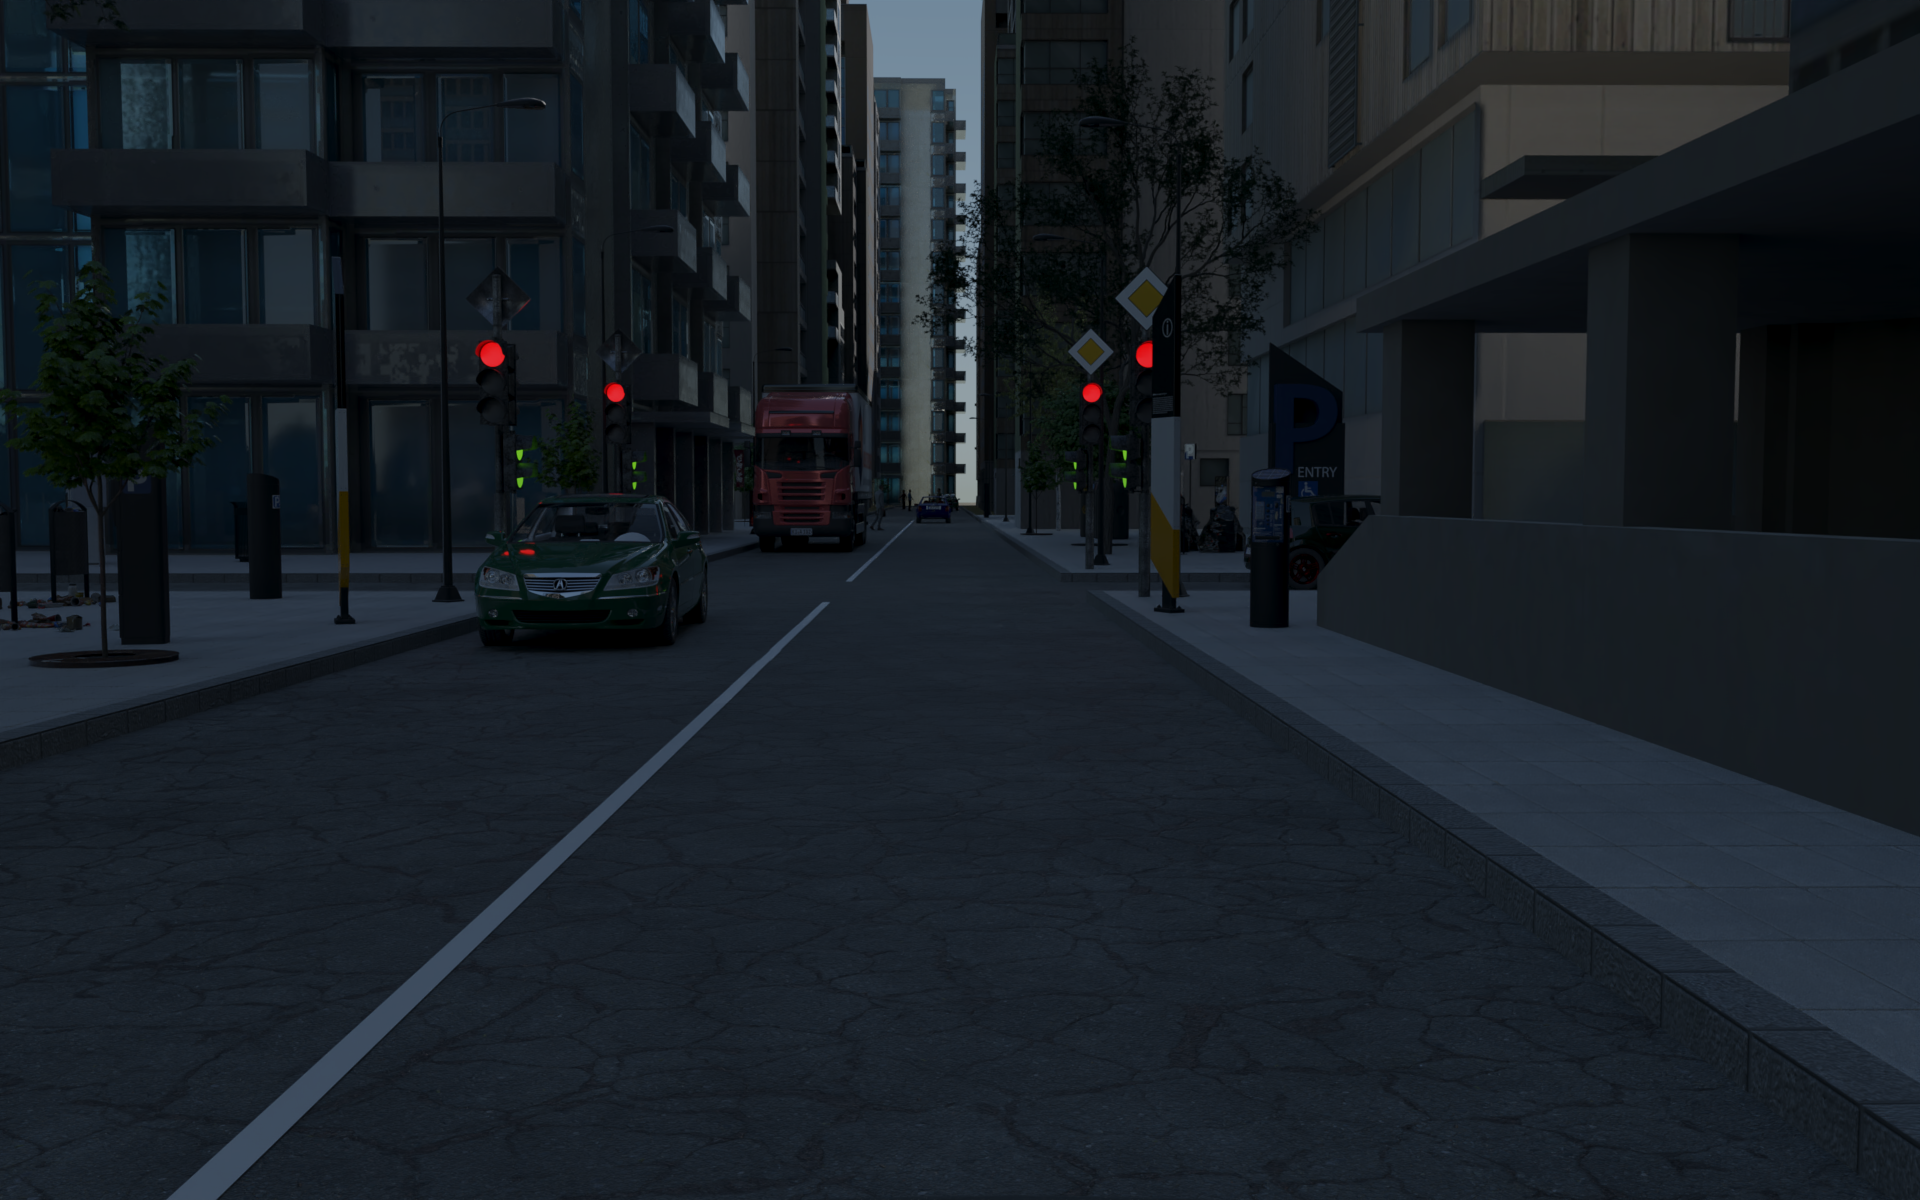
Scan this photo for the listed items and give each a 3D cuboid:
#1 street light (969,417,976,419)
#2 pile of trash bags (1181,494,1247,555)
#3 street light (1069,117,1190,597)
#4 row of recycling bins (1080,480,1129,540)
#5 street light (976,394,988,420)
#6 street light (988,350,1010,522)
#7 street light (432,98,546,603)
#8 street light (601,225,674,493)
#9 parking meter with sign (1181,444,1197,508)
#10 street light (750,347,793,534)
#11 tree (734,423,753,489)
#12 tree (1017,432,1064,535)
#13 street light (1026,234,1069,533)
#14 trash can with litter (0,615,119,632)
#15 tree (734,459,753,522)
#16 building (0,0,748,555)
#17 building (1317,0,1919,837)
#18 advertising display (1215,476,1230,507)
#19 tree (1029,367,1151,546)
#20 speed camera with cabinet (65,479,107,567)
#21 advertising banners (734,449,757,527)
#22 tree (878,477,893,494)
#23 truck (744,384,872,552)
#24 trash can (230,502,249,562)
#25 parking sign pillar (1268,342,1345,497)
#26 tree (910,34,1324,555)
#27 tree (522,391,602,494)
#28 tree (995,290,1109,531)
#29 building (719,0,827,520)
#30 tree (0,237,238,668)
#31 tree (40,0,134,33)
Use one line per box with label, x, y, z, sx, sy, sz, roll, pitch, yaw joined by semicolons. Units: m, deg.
street light;1.256;-8.079;104.635;1.470;5.913;1.316;0;4;-1
pile of trash bags;5.112;-1.730;38.031;1.912;1.369;3.447;2;4;24
street light;2.160;-2.994;21.495;1.470;5.913;1.316;0;4;-1
row of recycling bins;4.226;-2.645;50.364;1.069;1.692;3.534;0;4;-6
street light;1.596;-6.584;80.187;1.470;5.913;1.316;0;4;-1
street light;1.731;-5.093;55.819;1.470;5.913;1.316;0;4;-1
street light;-5.562;-2.932;20.472;1.470;5.913;1.316;0;4;-1
street light;-5.640;-3.519;30.081;1.470;5.913;1.316;0;4;-1
parking meter with sign;7.276;-3.871;59.558;1.738;3.016;0.543;-2;4;-32
street light;-5.986;-5.041;54.953;1.470;5.913;1.316;0;4;-1
tree;-7.955;-5.378;71.641;4.285;4.588;4.351;0;3;0
tree;2.364;-3.636;54.049;1.663;3.219;1.824;0;3;0
street light;1.998;-3.581;31.085;1.470;5.913;1.316;0;4;-1
trash can with litter;-8.987;-0.330;16.458;2.233;1.210;1.678;1;4;20
tree;-9.929;-5.208;79.750;1.663;3.219;1.824;0;3;0
building;-18.044;-26.254;48.856;23.786;49.044;30.456;0;4;-1
building;19.659;-19.390;8.903;32.217;40.220;23.993;0;4;-1
advertising display;9.363;-3.465;61.874;0.123;1.923;0.974;-1;4;-18
tree;3.415;-3.637;43.184;4.285;4.588;4.351;0;3;0
speed camera with cabinet;-15.728;-2.251;31.139;0.660;3.252;2.038;-2;4;-30
advertising banners;-8.103;-4.415;68.378;2.074;3.025;0.090;-3;5;-44
tree;-8.141;-11.469;182.112;1.663;3.219;1.824;0;3;0
truck;-3.835;-3.518;46.429;2.839;4.237;11.283;0;4;0
trash can;-13.410;-1.293;32.788;0.748;1.137;0.748;0;3;0
parking sign pillar;6.149;-2.586;30.760;1.447;3.967;1.447;0;4;2
tree;3.061;-6.225;36.193;8.767;10.594;7.601;0;4;3
tree;-7.224;-2.337;32.816;1.663;3.219;1.824;0;3;0
tree;3.344;-6.690;59.739;4.737;8.622;4.395;0;3;0
building;-14.488;-24.948;91.492;14.154;41.232;14.086;0;4;-1
tree;-6.581;-1.127;13.022;1.663;3.219;1.824;0;3;0
tree;-6.600;-4.455;7.247;8.767;10.594;7.601;0;3;0
